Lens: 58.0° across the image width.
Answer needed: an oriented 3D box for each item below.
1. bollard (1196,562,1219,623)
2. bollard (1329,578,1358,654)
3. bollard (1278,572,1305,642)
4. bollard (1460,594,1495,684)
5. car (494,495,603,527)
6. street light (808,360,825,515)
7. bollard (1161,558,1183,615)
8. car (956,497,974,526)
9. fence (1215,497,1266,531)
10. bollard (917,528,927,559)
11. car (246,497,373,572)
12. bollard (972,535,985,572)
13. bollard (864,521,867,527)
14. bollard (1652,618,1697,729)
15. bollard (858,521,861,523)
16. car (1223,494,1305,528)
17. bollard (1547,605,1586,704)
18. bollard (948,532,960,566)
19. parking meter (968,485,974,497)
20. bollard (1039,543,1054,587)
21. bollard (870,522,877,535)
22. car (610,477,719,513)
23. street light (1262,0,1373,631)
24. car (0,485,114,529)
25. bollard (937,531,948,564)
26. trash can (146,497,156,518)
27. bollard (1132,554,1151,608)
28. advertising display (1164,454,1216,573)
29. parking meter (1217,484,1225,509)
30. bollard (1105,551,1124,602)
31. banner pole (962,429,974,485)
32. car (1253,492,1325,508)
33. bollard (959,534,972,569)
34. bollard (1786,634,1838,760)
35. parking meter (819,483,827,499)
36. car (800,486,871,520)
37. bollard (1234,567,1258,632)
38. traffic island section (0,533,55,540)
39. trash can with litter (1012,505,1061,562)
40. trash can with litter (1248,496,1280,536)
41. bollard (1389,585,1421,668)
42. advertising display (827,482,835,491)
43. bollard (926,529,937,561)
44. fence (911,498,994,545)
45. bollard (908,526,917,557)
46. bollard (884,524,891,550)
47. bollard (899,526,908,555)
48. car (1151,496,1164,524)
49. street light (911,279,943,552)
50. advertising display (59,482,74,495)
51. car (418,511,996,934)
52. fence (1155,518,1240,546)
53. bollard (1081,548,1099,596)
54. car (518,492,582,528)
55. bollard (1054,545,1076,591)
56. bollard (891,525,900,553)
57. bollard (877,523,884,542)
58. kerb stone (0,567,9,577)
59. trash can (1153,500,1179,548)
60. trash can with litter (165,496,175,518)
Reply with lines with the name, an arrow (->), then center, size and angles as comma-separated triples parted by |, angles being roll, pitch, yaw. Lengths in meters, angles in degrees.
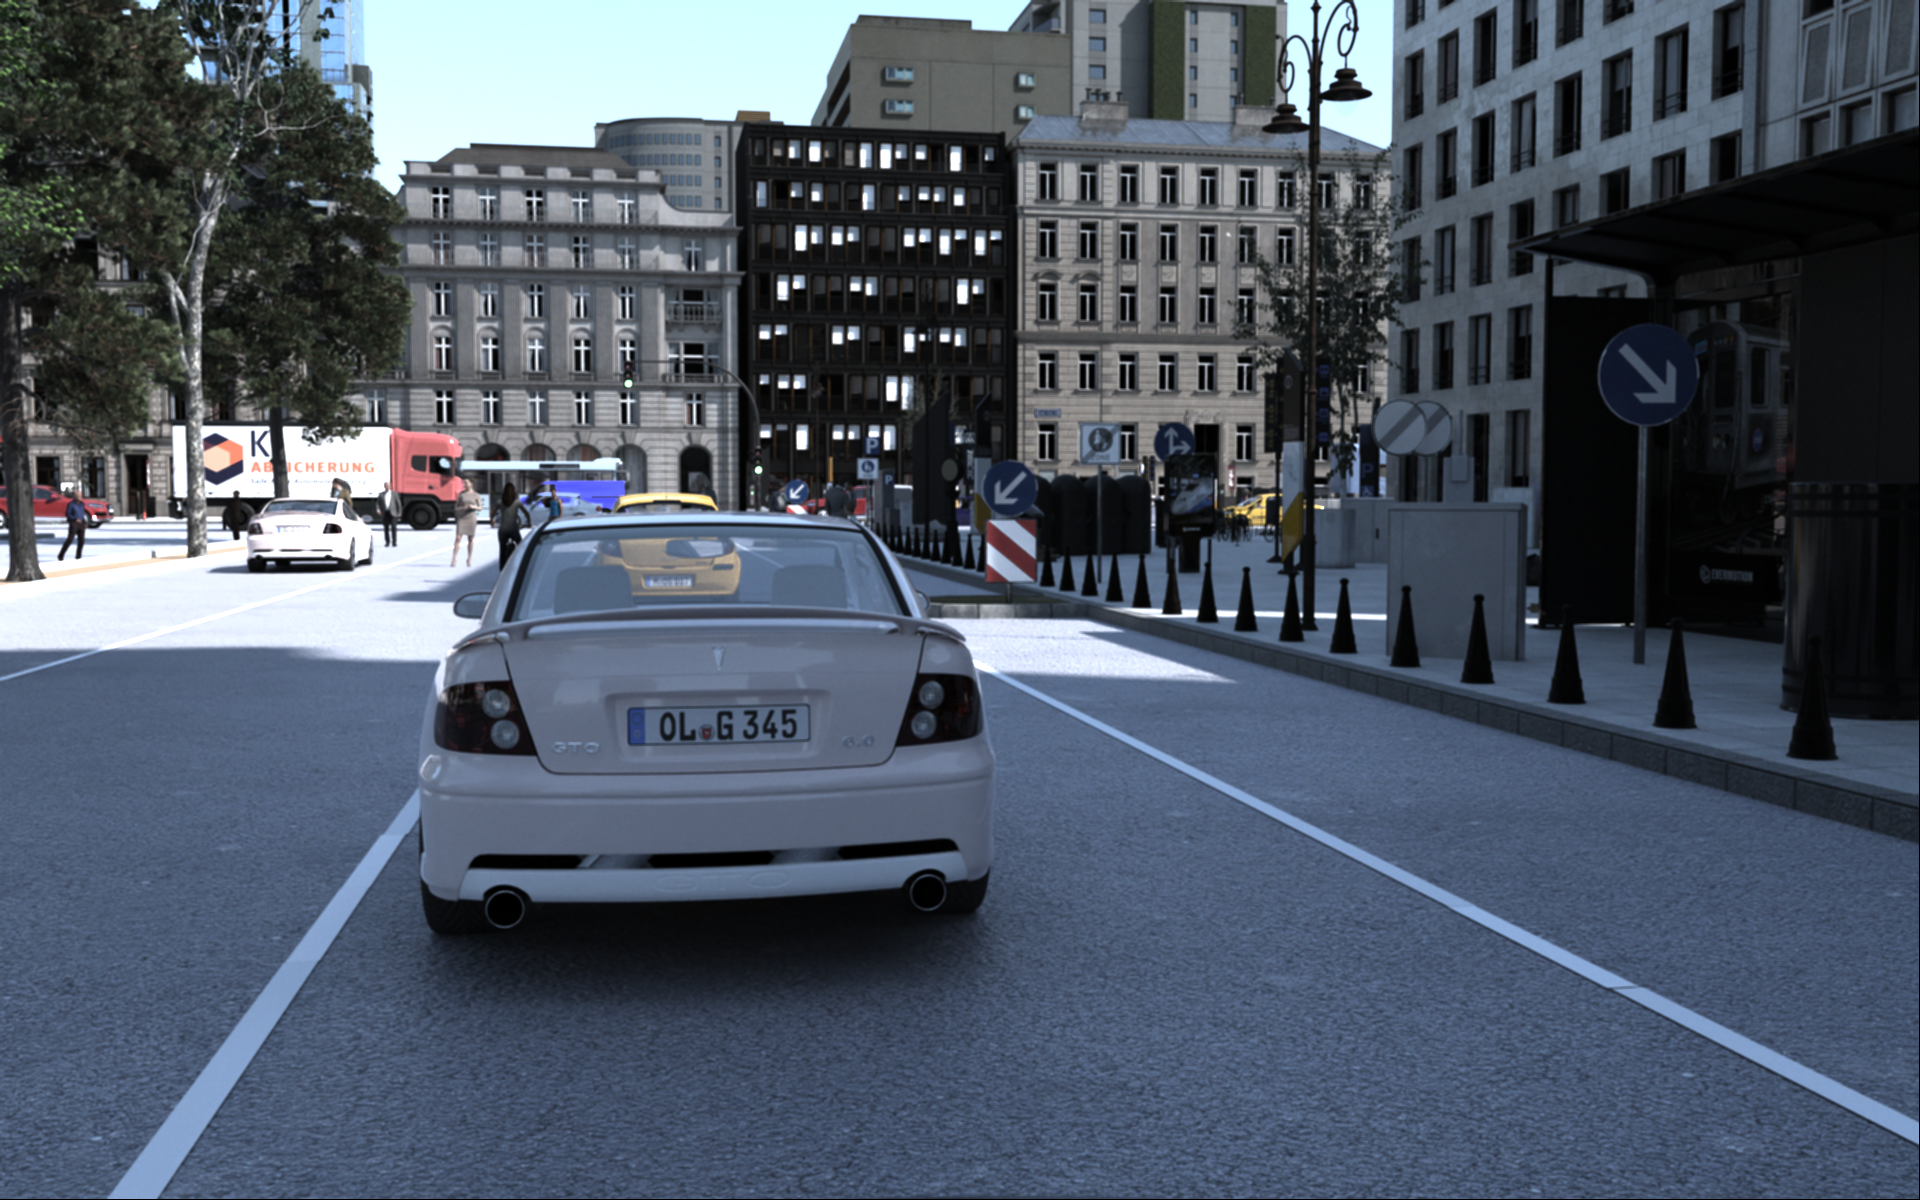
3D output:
bollard -> 2.483, -0.081, 17.364 | 0.229, 0.601, 0.229 | 0, 3, 0
bollard -> 3.106, 0.124, 14.012 | 0.229, 0.601, 0.229 | 0, 3, 0
bollard -> 2.899, 0.056, 15.131 | 0.229, 0.601, 0.229 | 0, 3, 0
bollard -> 3.526, 0.260, 11.784 | 0.229, 0.601, 0.229 | 0, 3, 0
car -> -17.207, -3.704, 72.564 | 4.499, 1.417, 2.014 | -1, 4, -11
street light -> -4.928, -5.315, 59.690 | 0.468, 5.910, 1.993 | -1, 4, -11
bollard -> 2.267, -0.150, 18.489 | 0.229, 0.601, 0.229 | 0, 3, 0
car -> -0.073, -3.392, 68.036 | 3.894, 1.354, 1.945 | -1, 4, -11
fence -> 9.728, -3.067, 61.341 | 2.264, 1.192, 0.480 | 2, 4, 34
bollard -> -0.668, -1.108, 34.158 | 0.229, 0.601, 0.229 | 0, 3, 0
car -> -12.489, -1.287, 33.397 | 2.083, 1.381, 4.827 | -1, 4, -12
bollard -> 0.378, -0.767, 28.575 | 0.229, 0.601, 0.229 | 0, 3, 0
bollard -> -2.139, -1.587, 41.988 | 0.229, 0.601, 0.229 | 0, 3, 0
bollard -> 3.947, 0.397, 9.545 | 0.229, 0.601, 0.229 | 0, 3, 0
bollard -> -2.349, -1.655, 43.102 | 0.229, 0.601, 0.229 | 0, 3, 0
car -> 12.221, -3.659, 70.054 | 3.980, 1.641, 2.015 | -1, 4, -9
bollard -> 3.738, 0.329, 10.660 | 0.229, 0.601, 0.229 | 0, 3, 0
bollard -> -0.042, -0.903, 30.811 | 0.229, 0.601, 0.229 | 0, 3, 0
parking meter -> 0.756, -8.585, 146.076 | 0.399, 1.863, 0.255 | 2, 4, 29
bollard -> 1.216, -0.493, 24.096 | 0.229, 0.601, 0.229 | 0, 3, 0
bollard -> -1.930, -1.518, 40.867 | 0.229, 0.601, 0.229 | 0, 3, 0
car -> -3.702, -0.700, 21.673 | 2.015, 1.641, 3.980 | -1, 4, -11
street light -> 3.285, -2.652, 16.151 | 0.468, 5.910, 1.993 | -1, 4, -11
car -> -37.754, -3.831, 71.307 | 5.304, 1.827, 2.281 | -1, 4, -11
bollard -> -0.254, -0.971, 31.925 | 0.229, 0.601, 0.229 | 0, 3, 0
trash can -> -43.521, -4.975, 92.994 | 0.748, 1.137, 0.748 | 0, 3, 0
bollard -> 2.059, -0.218, 19.604 | 0.229, 0.601, 0.229 | 0, 3, 0
advertising display -> 3.739, -1.406, 28.194 | 0.974, 1.923, 0.123 | -2, 4, -31
parking meter -> 14.754, -5.648, 98.056 | 0.399, 1.863, 0.255 | -2, 4, -24
bollard -> 1.849, -0.287, 20.728 | 0.229, 0.601, 0.229 | 0, 3, 0
banner pole -> 0.504, -4.212, 58.891 | 0.863, 3.779, 0.401 | 1, 4, 10
car -> 14.934, -4.206, 78.994 | 3.980, 1.641, 2.015 | -1, 4, -11
bollard -> 0.165, -0.835, 29.697 | 0.229, 0.601, 0.229 | 0, 3, 0
bollard -> 4.157, 0.465, 8.431 | 0.229, 0.601, 0.229 | 0, 3, 0
parking meter -> -7.264, -5.263, 91.753 | 0.255, 1.863, 0.399 | 2, 4, 31
car -> -4.654, -4.265, 78.414 | 5.304, 1.827, 2.281 | -1, 4, -11
bollard -> 2.684, -0.012, 16.245 | 0.229, 0.601, 0.229 | 0, 3, 0
traffic island section -> -30.343, -2.027, 55.427 | 2.009, 0.180, 2.903 | -1, 4, -11
trash can with litter -> 1.496, -1.327, 33.082 | 0.624, 1.170, 1.055 | -3, 5, -43
trash can with litter -> 9.882, -2.595, 53.486 | 1.678, 1.210, 2.233 | -3, 4, -38
bollard -> 3.321, 0.192, 12.899 | 0.229, 0.601, 0.229 | 0, 3, 0
advertising display -> -6.780, -5.232, 90.751 | 0.123, 1.923, 0.974 | -1, 4, -22
bollard -> -0.461, -1.040, 33.043 | 0.229, 0.601, 0.229 | 0, 3, 0
fence -> -0.133, -2.012, 44.101 | 2.264, 1.192, 0.480 | -1, 4, -17
bollard -> -0.878, -1.176, 35.272 | 0.229, 0.601, 0.229 | 0, 3, 0
bollard -> -1.510, -1.382, 38.635 | 0.229, 0.601, 0.229 | 0, 3, 0
bollard -> -1.091, -1.246, 36.407 | 0.229, 0.601, 0.229 | 0, 3, 0
car -> 9.003, -3.780, 74.162 | 2.083, 1.381, 4.827 | -1, 4, -10
street light -> -0.716, -3.957, 37.478 | 0.468, 5.910, 1.993 | -1, 4, -11
advertising display -> -48.328, -5.413, 93.709 | 0.123, 1.923, 0.974 | 1, 4, 13
car -> -1.069, 0.320, 7.138 | 2.083, 1.381, 4.827 | -1, 4, -10
fence -> 5.884, -1.687, 42.965 | 2.069, 0.683, 0.278 | 0, 4, 5
bollard -> 1.638, -0.356, 21.868 | 0.229, 0.601, 0.229 | 0, 3, 0
car -> -17.941, -4.003, 75.039 | 3.694, 1.707, 1.945 | -1, 4, -10
bollard -> 1.424, -0.424, 22.981 | 0.229, 0.601, 0.229 | 0, 3, 0
bollard -> -1.303, -1.314, 37.521 | 0.229, 0.601, 0.229 | 0, 3, 0
bollard -> -1.719, -1.450, 39.749 | 0.229, 0.601, 0.229 | 0, 3, 0
kerb stone -> -16.612, -0.500, 30.379 | 0.120, 0.150, 1.000 | -1, 4, -11
trash can -> 4.981, -1.822, 41.442 | 0.748, 1.137, 0.748 | 0, 3, 0
trash can with litter -> -42.192, -4.986, 92.902 | 0.624, 1.170, 1.055 | -1, 4, -14
